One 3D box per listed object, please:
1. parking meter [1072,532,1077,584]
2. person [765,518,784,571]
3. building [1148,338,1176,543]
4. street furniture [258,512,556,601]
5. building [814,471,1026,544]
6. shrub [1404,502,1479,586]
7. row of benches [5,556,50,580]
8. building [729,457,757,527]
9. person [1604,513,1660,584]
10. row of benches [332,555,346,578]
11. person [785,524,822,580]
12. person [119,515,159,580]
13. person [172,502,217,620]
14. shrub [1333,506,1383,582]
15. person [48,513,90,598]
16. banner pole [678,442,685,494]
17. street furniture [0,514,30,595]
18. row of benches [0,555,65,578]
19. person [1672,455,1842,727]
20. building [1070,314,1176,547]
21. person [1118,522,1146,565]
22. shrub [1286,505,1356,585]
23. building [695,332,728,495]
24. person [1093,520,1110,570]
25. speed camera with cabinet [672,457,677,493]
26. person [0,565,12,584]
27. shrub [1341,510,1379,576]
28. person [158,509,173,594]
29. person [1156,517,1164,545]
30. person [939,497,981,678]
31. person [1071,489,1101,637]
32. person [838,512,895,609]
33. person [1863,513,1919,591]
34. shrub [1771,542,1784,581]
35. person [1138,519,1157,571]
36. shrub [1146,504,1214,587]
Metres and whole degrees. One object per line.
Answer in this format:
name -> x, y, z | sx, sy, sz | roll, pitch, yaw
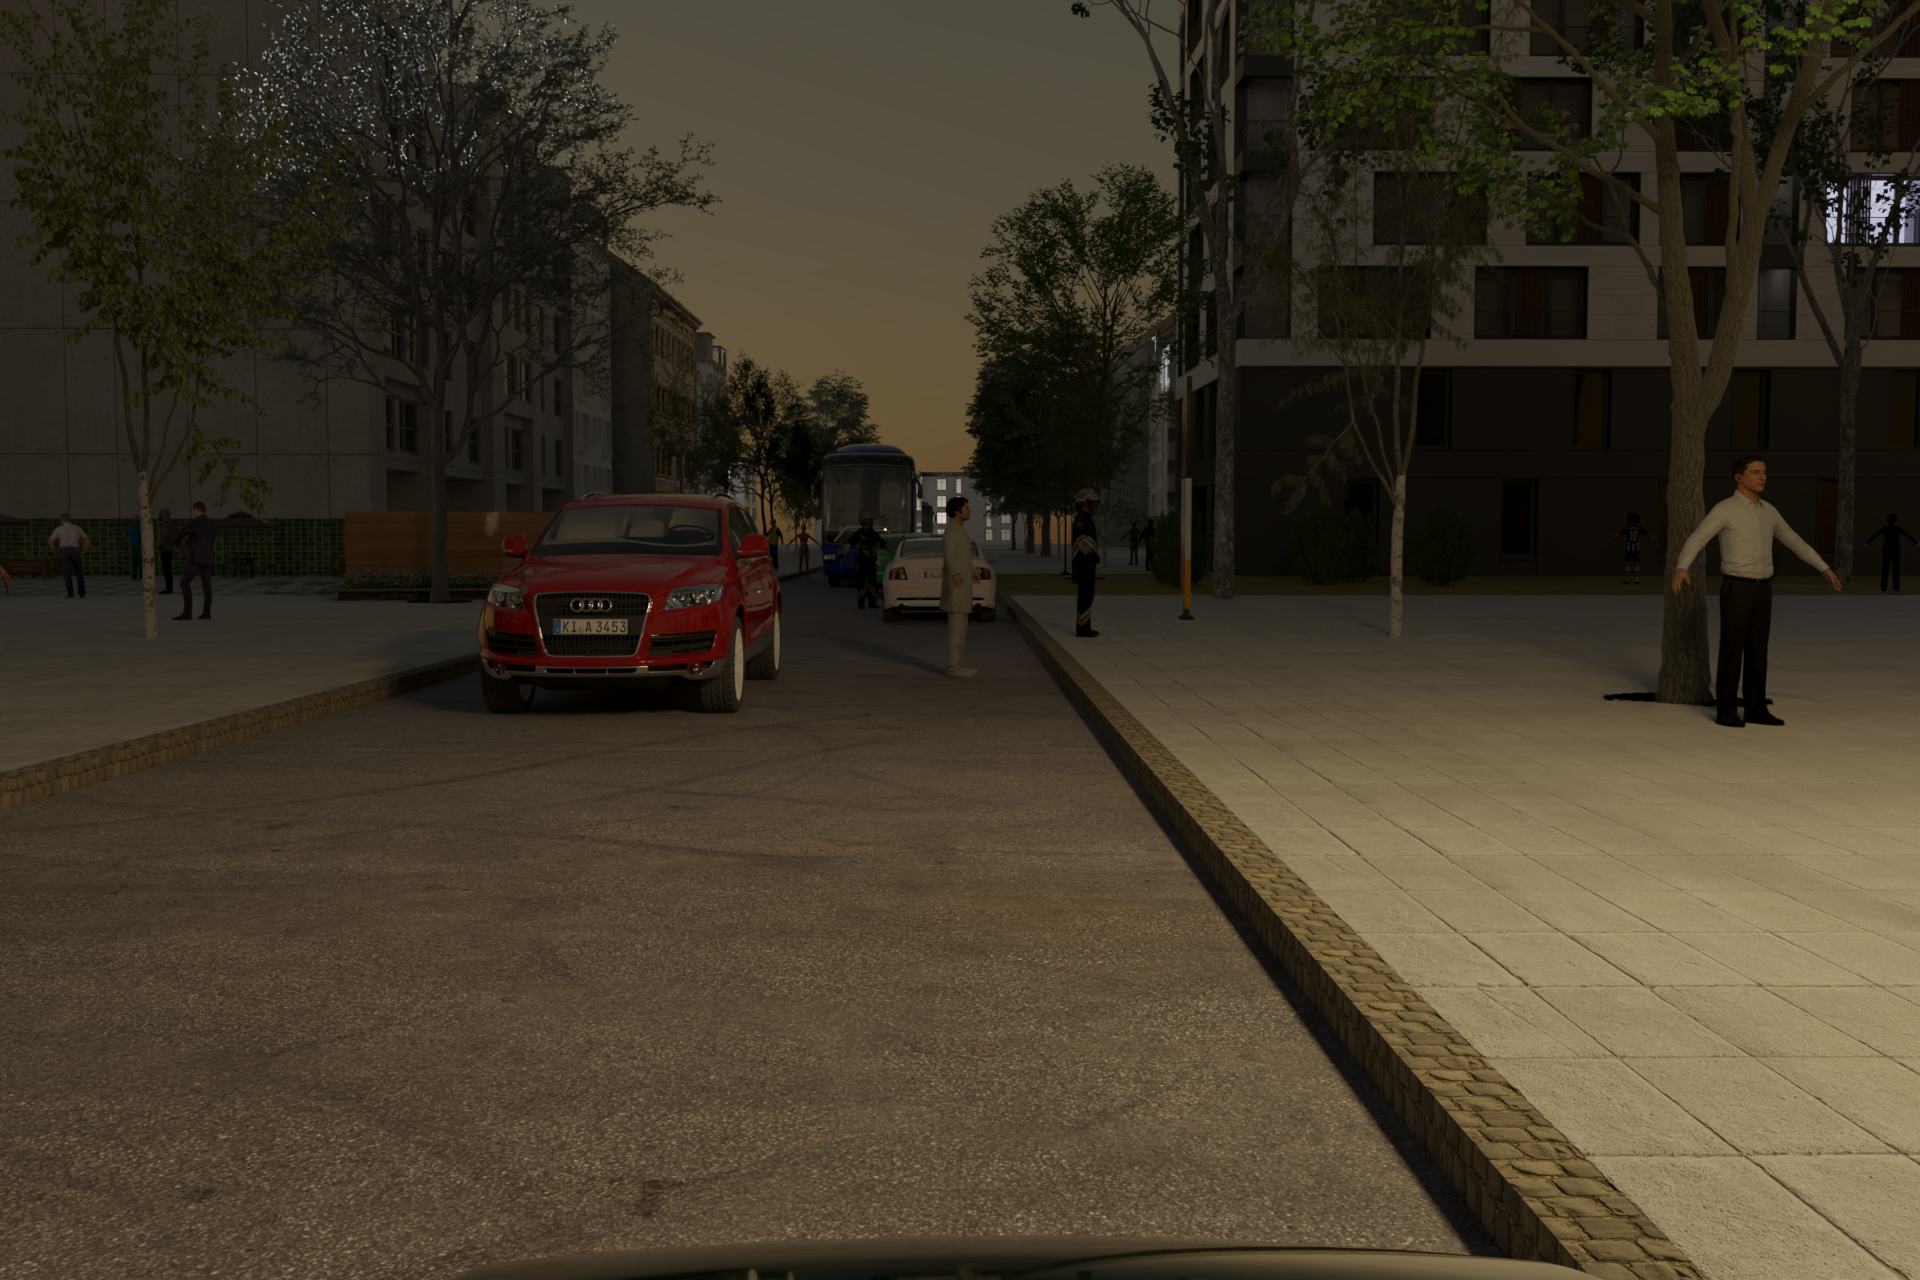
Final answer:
parking meter -> 3.056, -2.205, 44.464 | 0.372, 1.533, 0.369 | 0, 3, 0
person -> -6.506, -3.316, 60.183 | 0.705, 1.833, 1.349 | -3, 5, -43
building -> 23.211, -18.875, 165.031 | 16.016, 20.090, 11.380 | 0, 3, 0
street furniture -> -9.066, -1.782, 35.988 | 11.010, 1.723, 9.812 | -1, 4, -13
building -> -5.086, -17.512, 230.930 | 28.070, 9.664, 9.099 | 0, 4, 3
shrub -> 11.849, -2.358, 42.597 | 1.661, 2.075, 1.752 | 0, 3, 0
row of benches -> -27.965, -2.036, 48.753 | 4.104, 0.672, 1.422 | -1, 4, -18
building -> -28.031, -15.873, 201.674 | 9.099, 9.664, 28.070 | 0, 4, -1
person -> 17.260, -2.343, 44.459 | 1.345, 1.843, 0.704 | 1, 4, 13
row of benches -> -17.619, -2.160, 50.779 | 1.422, 0.672, 4.104 | -2, 4, -32
person -> -4.817, -2.709, 53.545 | 1.217, 1.733, 0.721 | -1, 4, -16
person -> -22.825, -2.570, 48.143 | 1.347, 1.817, 0.704 | 1, 4, 13
person -> -11.515, -1.190, 25.955 | 0.568, 1.767, 0.683 | 1, 4, 18
shrub -> 10.543, -2.599, 46.527 | 1.661, 2.075, 1.752 | 0, 3, 0
person -> -17.835, -1.693, 34.659 | 0.756, 1.711, 0.436 | -2, 4, -33
banner pole -> -7.560, -3.500, 47.243 | 0.401, 3.779, 0.863 | 0, 4, 1
street furniture -> -33.581, -1.906, 36.199 | 27.439, 1.986, 14.083 | 2, 4, 26
row of benches -> -28.487, -2.185, 51.180 | 4.104, 0.672, 1.422 | 1, 4, 8
person -> 5.289, -0.333, 11.605 | 1.344, 1.810, 0.704 | -1, 4, -18
building -> 21.330, -21.145, 176.652 | 19.493, 23.208, 18.063 | 0, 4, -1
person -> 7.226, -4.027, 72.105 | 1.348, 1.796, 0.705 | -2, 4, -23
shrub -> 9.175, -2.422, 44.015 | 1.690, 2.028, 1.600 | 0, 3, 0
building -> -28.470, -18.766, 163.251 | 16.016, 20.090, 11.380 | 0, 4, 0
person -> 4.621, -3.375, 61.041 | 1.347, 1.847, 0.705 | 2, 4, 30
speed camera with cabinet -> -7.472, -3.099, 45.008 | 0.660, 3.252, 2.038 | 0, 4, 1
person -> -7.284, -0.339, 12.295 | 0.721, 1.744, 1.215 | 1, 4, 19
shrub -> 11.702, -2.899, 51.825 | 1.690, 2.028, 1.600 | 0, 3, 0
person -> -17.011, -1.891, 37.044 | 0.705, 1.813, 1.348 | -2, 4, -23
person -> 6.787, -3.228, 58.551 | 0.705, 1.858, 1.354 | 1, 4, 11
person -> 0.006, -0.538, 17.434 | 0.705, 1.806, 1.347 | 1, 4, 8
person -> 1.600, -0.964, 21.637 | 0.704, 1.845, 1.351 | 0, 4, 7
person -> -1.771, -1.531, 33.265 | 1.354, 1.856, 0.705 | -2, 4, -32
person -> 20.914, -1.965, 38.856 | 1.216, 1.740, 0.721 | 3, 5, 41
shrub -> 21.274, -2.126, 45.885 | 1.383, 1.207, 1.383 | 0, 3, 0
person -> 6.643, -3.304, 60.237 | 0.704, 1.802, 1.346 | -3, 5, -40
shrub -> 5.316, -2.296, 41.963 | 1.690, 2.028, 1.600 | 0, 3, 0
